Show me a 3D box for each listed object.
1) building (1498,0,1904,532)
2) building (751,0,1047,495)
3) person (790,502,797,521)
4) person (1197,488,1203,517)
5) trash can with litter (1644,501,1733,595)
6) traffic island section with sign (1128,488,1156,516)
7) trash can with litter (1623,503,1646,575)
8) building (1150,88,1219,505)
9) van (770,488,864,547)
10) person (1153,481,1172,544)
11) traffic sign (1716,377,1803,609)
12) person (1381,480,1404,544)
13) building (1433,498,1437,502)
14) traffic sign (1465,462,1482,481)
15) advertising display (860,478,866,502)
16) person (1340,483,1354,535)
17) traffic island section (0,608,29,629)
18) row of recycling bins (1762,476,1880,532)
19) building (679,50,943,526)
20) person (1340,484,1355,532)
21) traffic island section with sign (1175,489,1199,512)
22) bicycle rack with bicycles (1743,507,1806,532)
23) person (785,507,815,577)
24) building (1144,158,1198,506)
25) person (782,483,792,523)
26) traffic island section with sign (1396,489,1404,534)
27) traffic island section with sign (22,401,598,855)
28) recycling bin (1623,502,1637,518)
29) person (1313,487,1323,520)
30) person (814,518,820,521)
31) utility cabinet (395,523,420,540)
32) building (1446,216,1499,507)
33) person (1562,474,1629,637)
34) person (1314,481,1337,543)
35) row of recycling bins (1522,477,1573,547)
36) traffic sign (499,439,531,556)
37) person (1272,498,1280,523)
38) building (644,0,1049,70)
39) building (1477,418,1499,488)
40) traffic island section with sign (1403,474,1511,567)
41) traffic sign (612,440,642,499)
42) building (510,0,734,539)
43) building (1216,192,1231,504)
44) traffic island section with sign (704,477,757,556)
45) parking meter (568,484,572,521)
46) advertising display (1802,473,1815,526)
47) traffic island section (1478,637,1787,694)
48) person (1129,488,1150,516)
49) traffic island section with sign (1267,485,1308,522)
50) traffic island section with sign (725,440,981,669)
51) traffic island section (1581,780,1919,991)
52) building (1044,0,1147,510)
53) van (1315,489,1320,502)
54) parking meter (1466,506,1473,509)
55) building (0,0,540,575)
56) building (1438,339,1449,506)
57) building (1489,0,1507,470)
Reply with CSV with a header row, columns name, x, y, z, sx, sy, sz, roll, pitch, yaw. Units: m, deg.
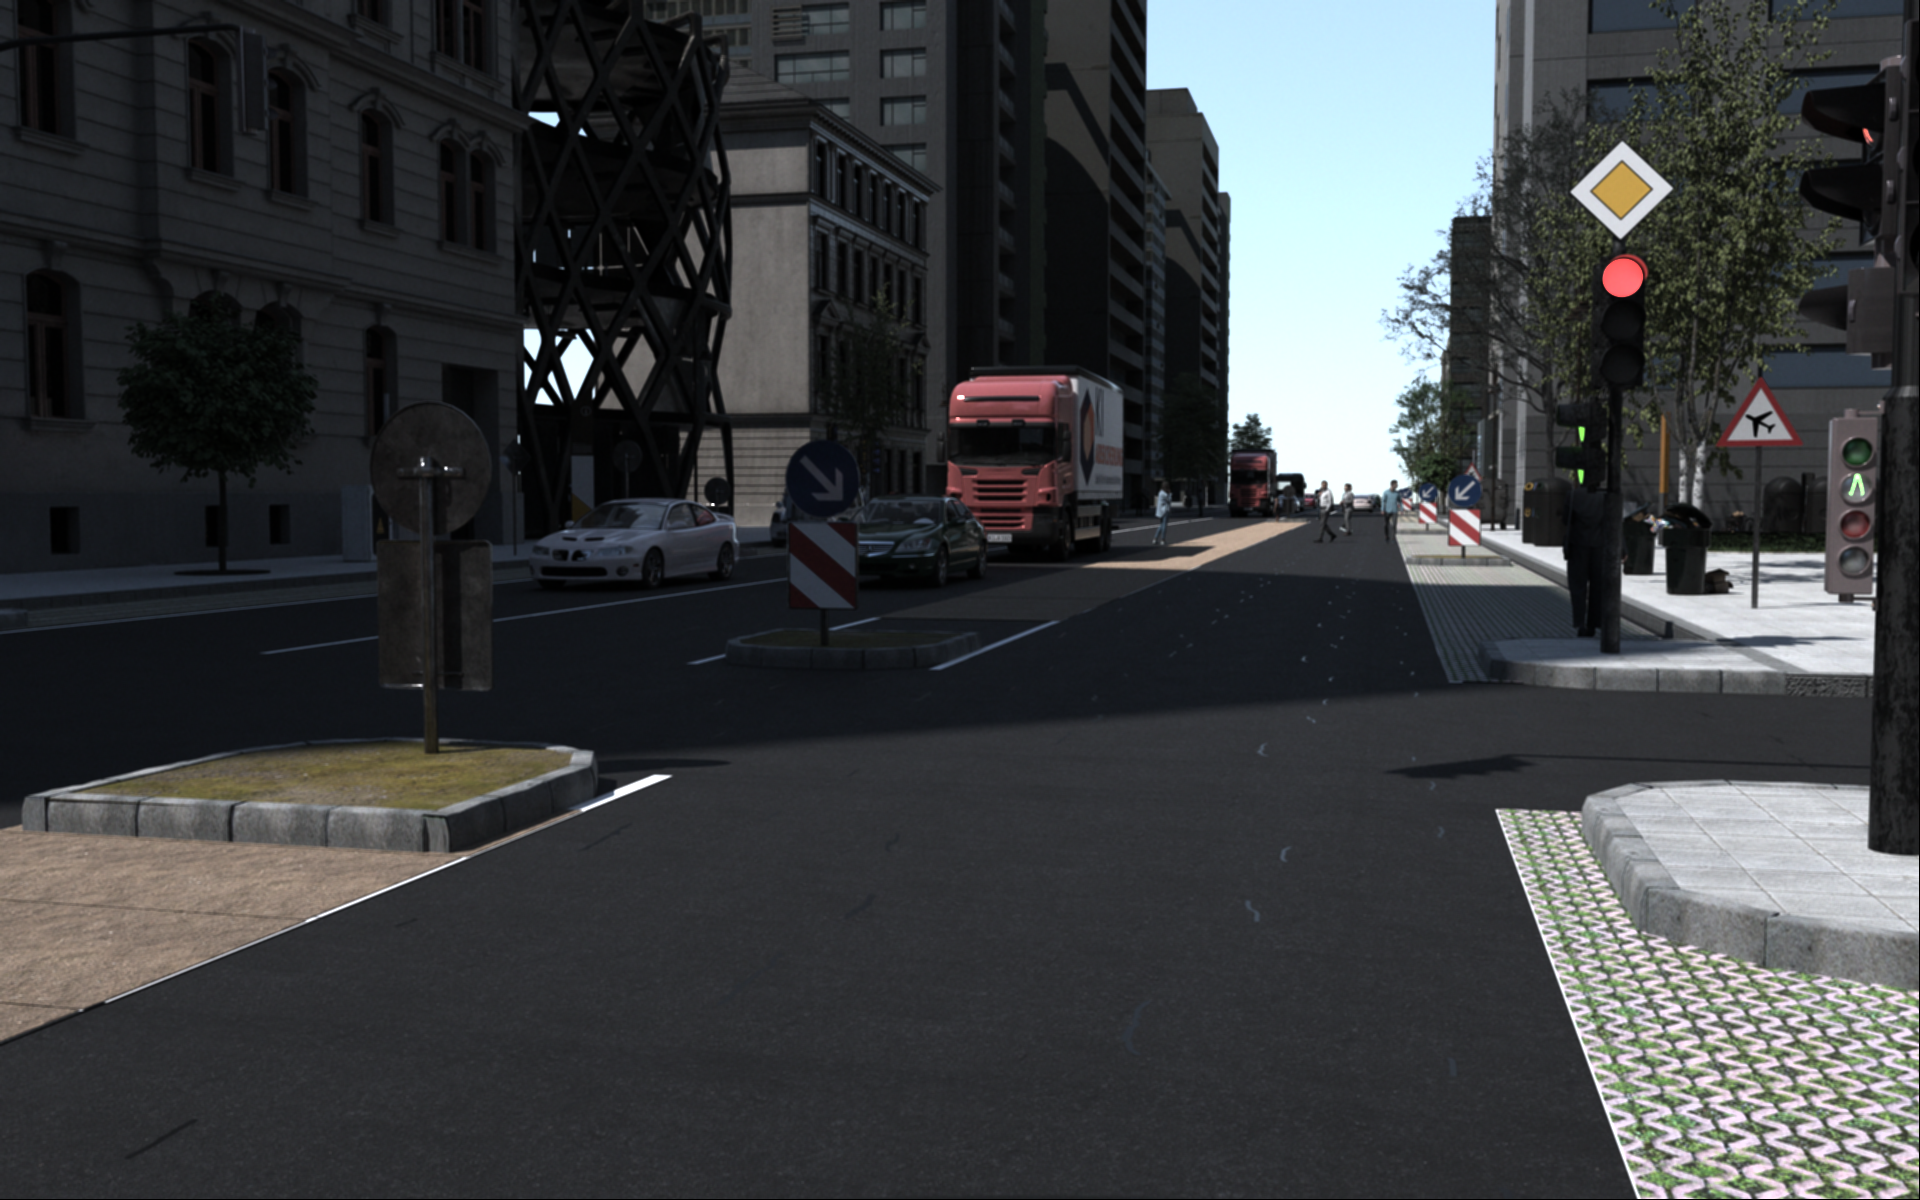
name,x,y,z,sx,sy,sz,roll,pitch,yaw
building,32.948,-32.239,69.105,21.231,58.520,28.212,1,4,14
building,-3.164,-25.473,100.084,14.154,41.232,14.086,1,4,14
person,-3.114,-1.576,34.395,0.709,1.813,0.853,2,4,26
person,15.334,-6.241,110.622,0.705,1.814,1.350,0,3,0
trash can with litter,9.439,-0.666,22.277,1.055,1.170,0.624,-2,4,-34
traffic island section with sign,12.294,-6.500,114.906,1.989,1.847,2.006,1,4,14
trash can with litter,10.553,-0.991,27.589,1.055,1.170,0.624,2,4,24
building,19.912,-36.013,212.519,21.300,48.544,21.600,1,4,14
van,-3.876,-2.470,47.400,2.013,2.044,4.112,1,4,13
person,5.776,-2.482,49.353,0.793,1.790,0.793,3,5,44
traffic sign,8.907,-1.183,19.342,0.884,2.594,0.081,1,4,22
person,12.534,-2.559,50.206,0.638,1.841,0.748,1,4,16
building,78.069,-32.621,225.241,32.217,40.220,23.993,1,4,14
traffic sign,20.882,-4.326,70.732,0.884,2.594,0.081,1,4,14
advertising display,-4.103,-4.021,70.952,0.974,1.923,0.123,-3,4,-37
person,13.402,-3.153,60.246,0.583,1.804,0.606,-1,4,-21
traffic island section,-11.230,0.261,18.014,2.009,0.180,2.903,1,4,14
row of recycling bins,20.634,-2.030,40.302,3.534,1.692,1.069,1,4,15
building,-8.239,-13.021,77.526,10.561,19.102,19.286,1,4,14
person,14.833,-3.544,66.456,0.620,1.820,0.660,3,4,38
traffic island section with sign,18.654,-8.102,141.103,1.989,1.847,2.006,1,4,14
bicycle rack with bicycles,22.839,-2.093,47.606,2.925,0.926,2.852,-1,4,-13
person,-2.563,-1.178,28.112,0.624,1.780,0.694,-1,4,-17
building,9.659,-30.575,191.775,32.217,40.220,23.993,1,4,14
person,-4.155,-2.134,43.649,0.793,1.790,0.793,0,4,8
traffic island section with sign,16.504,-3.239,61.587,1.989,1.847,2.006,1,4,14
traffic island section with sign,-2.761,0.009,7.993,2.006,1.907,1.989,1,4,14
recycling bin,21.488,-2.677,56.323,0.722,1.027,0.722,-1,4,-8
person,20.246,-5.404,96.945,0.705,1.814,1.350,-3,5,-39
person,-2.975,-1.635,35.802,0.524,1.755,0.480,3,4,36
utility cabinet,-11.719,-1.557,36.612,0.306,1.237,1.020,1,4,13
building,58.159,-25.001,180.467,14.160,30.474,14.107,1,4,14
person,6.107,-0.478,16.729,0.576,1.772,0.534,0,4,-5
person,10.822,-2.616,51.378,0.850,1.850,0.679,-1,4,-21
row of recycling bins,14.881,-2.242,43.765,1.069,1.692,3.534,1,4,12
traffic sign,-9.274,-2.132,36.051,0.795,2.450,0.064,1,4,22
person,15.792,-4.488,86.552,0.373,1.253,0.362,2,4,31
building,-8.102,-26.296,121.825,32.217,40.220,23.993,1,4,14
building,54.071,-50.417,136.988,22.319,86.520,31.000,1,4,14
traffic island section with sign,10.090,-1.622,35.152,1.989,1.847,2.006,1,4,14
traffic sign,-7.880,-2.498,40.944,0.768,2.556,0.104,1,4,18
building,-16.091,-11.448,54.635,16.820,18.784,16.811,1,4,14
building,28.045,-33.390,229.523,14.154,41.232,14.086,1,4,14
traffic island section with sign,-5.818,-1.936,40.275,1.989,1.847,2.006,1,4,14
parking meter,-9.304,-2.056,42.019,0.372,1.533,0.369,0,3,0
advertising display,25.599,-2.881,52.312,0.123,1.923,0.974,3,5,40
traffic island section,5.282,0.505,14.017,2.009,0.180,2.903,1,4,14
person,11.587,-6.325,111.931,1.348,1.821,0.705,0,4,-5
traffic island section with sign,16.709,-4.898,88.218,2.006,1.907,1.989,1,4,14
traffic island section with sign,-1.005,-0.431,15.189,2.006,1.907,1.989,1,4,14
traffic island section,3.399,0.980,6.256,2.009,0.180,2.903,1,4,14
building,3.270,-31.733,142.537,21.300,48.544,21.600,1,4,14
van,45.716,-13.087,218.360,2.240,2.365,5.245,1,4,16
parking meter,20.021,-3.658,68.214,0.372,1.533,0.369,0,3,0
building,-19.837,-15.099,34.253,14.401,28.519,23.554,1,4,14
building,70.159,-21.705,199.923,27.650,21.520,28.899,1,4,14
building,48.283,-31.775,108.757,28.713,52.752,27.495,1,4,14
